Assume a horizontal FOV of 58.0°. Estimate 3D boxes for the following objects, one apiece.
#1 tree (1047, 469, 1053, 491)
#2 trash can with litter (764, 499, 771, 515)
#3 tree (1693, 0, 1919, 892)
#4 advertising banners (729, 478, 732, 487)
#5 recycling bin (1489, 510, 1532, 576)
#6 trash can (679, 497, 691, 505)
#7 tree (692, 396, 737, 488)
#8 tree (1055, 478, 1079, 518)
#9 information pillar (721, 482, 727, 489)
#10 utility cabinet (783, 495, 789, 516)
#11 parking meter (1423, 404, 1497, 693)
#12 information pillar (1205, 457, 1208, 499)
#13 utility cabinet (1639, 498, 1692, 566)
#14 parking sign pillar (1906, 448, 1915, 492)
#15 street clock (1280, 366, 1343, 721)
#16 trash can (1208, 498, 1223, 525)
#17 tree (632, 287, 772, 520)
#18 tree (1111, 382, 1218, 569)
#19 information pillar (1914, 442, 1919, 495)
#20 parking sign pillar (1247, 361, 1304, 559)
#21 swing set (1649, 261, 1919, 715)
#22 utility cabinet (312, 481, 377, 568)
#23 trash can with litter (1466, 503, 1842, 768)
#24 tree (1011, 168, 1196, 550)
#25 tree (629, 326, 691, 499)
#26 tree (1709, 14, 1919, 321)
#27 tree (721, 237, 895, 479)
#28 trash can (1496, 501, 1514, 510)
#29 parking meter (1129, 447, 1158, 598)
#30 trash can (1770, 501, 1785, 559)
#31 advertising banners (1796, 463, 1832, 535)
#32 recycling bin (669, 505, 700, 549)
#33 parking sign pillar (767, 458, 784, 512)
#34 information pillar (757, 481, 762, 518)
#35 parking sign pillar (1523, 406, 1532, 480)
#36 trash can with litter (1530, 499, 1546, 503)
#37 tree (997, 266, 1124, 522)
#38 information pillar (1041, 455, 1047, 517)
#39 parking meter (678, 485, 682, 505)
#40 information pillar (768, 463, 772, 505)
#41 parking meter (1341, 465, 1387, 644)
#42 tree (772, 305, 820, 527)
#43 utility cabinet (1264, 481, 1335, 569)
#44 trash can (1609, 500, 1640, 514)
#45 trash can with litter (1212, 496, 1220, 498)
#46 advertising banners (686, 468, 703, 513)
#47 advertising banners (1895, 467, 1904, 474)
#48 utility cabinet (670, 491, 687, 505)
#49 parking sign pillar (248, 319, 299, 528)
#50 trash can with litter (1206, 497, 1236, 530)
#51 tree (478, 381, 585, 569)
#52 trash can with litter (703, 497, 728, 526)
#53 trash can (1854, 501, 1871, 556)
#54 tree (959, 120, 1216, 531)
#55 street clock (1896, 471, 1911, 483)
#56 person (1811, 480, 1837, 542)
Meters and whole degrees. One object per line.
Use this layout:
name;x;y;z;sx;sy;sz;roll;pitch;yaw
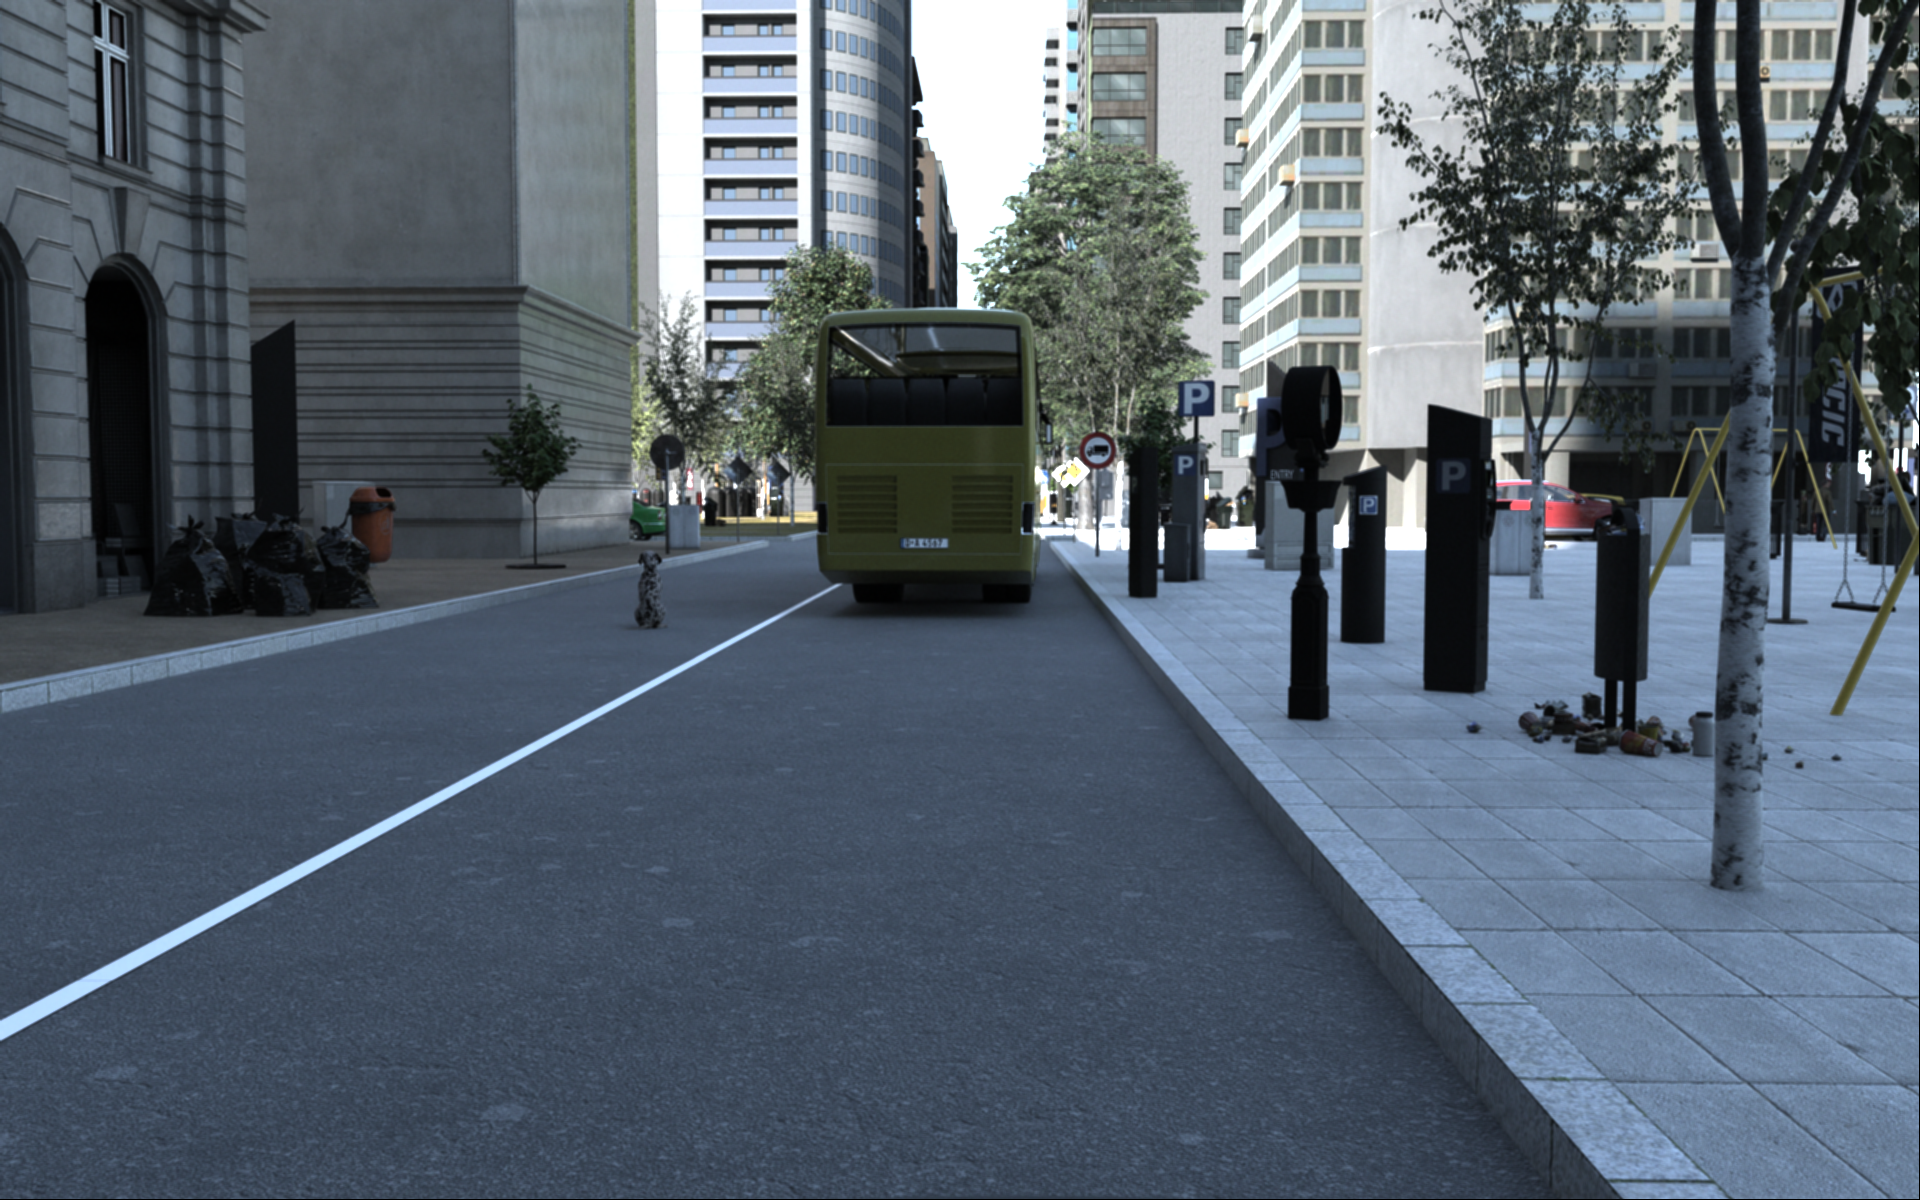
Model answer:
tree;5.339;-7.082;110.398;1.663;3.219;1.824;0;3;0
trash can with litter;-12.035;-5.844;106.934;1.055;1.170;0.624;-2;4;-25
tree;2.756;-3.360;5.299;4.737;8.622;4.395;0;3;0
advertising banners;-14.974;-7.311;115.729;0.090;3.025;2.074;2;4;24
recycling bin;8.772;-0.920;27.592;0.722;1.027;0.722;0;4;-4
trash can;-15.500;-5.260;97.658;0.748;1.137;0.748;0;3;0
tree;-17.891;-10.691;125.155;4.737;8.622;4.395;0;3;0
tree;6.188;-6.029;93.179;1.663;3.219;1.824;0;3;0
information pillar;-14.245;-6.122;104.580;0.304;2.012;0.304;-1;4;-22
utility cabinet;-10.558;-5.570;102.236;0.306;1.237;1.020;3;5;42
parking meter;3.251;-0.340;11.262;0.399;1.863;0.255;2;4;33
information pillar;13.455;-6.377;95.612;0.504;3.616;0.183;3;4;36
utility cabinet;12.683;-1.223;31.159;1.020;1.237;0.306;-2;4;-25
parking sign pillar;51.702;-6.413;93.322;1.447;3.967;1.447;2;4;31
street clock;1.996;-0.324;9.863;0.358;2.002;0.471;2;4;27
trash can;9.643;-3.248;64.754;0.748;1.137;0.748;0;3;0
tree;-9.780;-6.831;62.056;4.360;8.622;3.978;0;3;0
tree;3.369;-2.174;30.152;1.663;3.219;1.824;0;3;0
information pillar;42.744;-5.255;77.274;0.183;3.616;0.504;0;4;-4
parking sign pillar;6.483;-2.821;34.595;1.447;3.967;1.447;-2;4;-30
swing set;6.375;-0.842;11.384;2.862;2.851;3.119;0;4;-5
utility cabinet;-10.387;-1.261;29.292;0.318;1.500;1.173;1;4;23
trash can with litter;3.574;0.110;9.256;1.678;1.210;2.233;1;4;11
tree;3.527;-5.452;39.511;4.360;8.622;3.978;0;3;0
tree;-14.695;-7.601;74.638;4.737;8.622;4.395;0;3;0
tree;12.876;-4.425;22.718;4.360;8.622;3.978;0;3;0
tree;-5.909;-9.818;77.528;9.611;12.733;9.660;0;3;0
trash can;11.345;-1.534;36.733;0.748;1.137;0.748;0;3;0
parking meter;2.280;-0.970;21.564;0.255;1.863;0.399;-1;4;-16
trash can;15.972;-1.390;34.377;0.748;1.137;0.748;0;3;0
advertising banners;26.946;-3.567;54.516;2.074;3.025;0.090;-2;4;-35
recycling bin;-6.466;-1.714;40.578;0.722;1.027;0.722;-1;4;-9
parking sign pillar;-12.751;-8.046;120.022;1.447;3.967;1.447;-3;4;-38
information pillar;-10.817;-5.469;93.908;0.304;2.012;0.304;-3;4;-38
parking sign pillar;17.696;-3.988;53.679;1.447;3.967;1.447;1;4;20
trash can with litter;13.366;-1.836;41.075;2.233;1.210;1.678;-3;4;-36
tree;4.420;-9.346;78.558;9.928;11.665;9.643;0;3;0
information pillar;4.687;-6.480;97.295;0.504;3.616;0.183;-3;5;-41
parking meter;-18.194;-6.562;113.007;0.255;1.863;0.399;-2;4;-34
information pillar;-13.457;-8.073;123.344;0.504;3.616;0.183;2;4;24
parking meter;3.495;-0.402;14.990;0.372;1.533;0.369;0;3;0
tree;-6.400;-7.210;68.245;4.360;8.622;3.978;0;3;0
utility cabinet;5.747;-1.259;29.269;1.173;1.500;0.318;-1;4;-20
trash can;15.314;-1.725;39.852;0.748;1.137;0.748;0;3;0
trash can with litter;10.897;-3.967;75.919;2.233;1.210;1.678;-3;5;-45
advertising banners;-17.335;-7.294;115.440;2.074;3.025;0.090;1;4;20
advertising banners;59.917;-7.089;112.097;2.074;3.025;0.090;1;4;19
utility cabinet;-19.801;-6.920;121.826;1.173;1.500;0.318;-1;4;-9
parking sign pillar;-10.927;-2.341;26.743;1.447;3.967;1.447;-1;4;-23
trash can with litter;9.360;-3.118;62.363;1.055;1.170;0.624;-2;4;-30
tree;-7.513;-2.165;30.002;1.663;3.219;1.824;0;3;0
trash can with litter;-9.724;-3.521;68.962;1.055;1.170;0.624;2;4;29
trash can;18.865;-1.476;35.782;0.748;1.137;0.748;0;3;0
tree;4.509;-9.427;60.794;9.857;13.997;8.962;0;3;0
street clock;29.890;-3.081;54.937;0.471;2.002;0.358;-2;4;-33
person;24.350;-2.472;48.827;0.656;1.842;0.836;2;4;26
